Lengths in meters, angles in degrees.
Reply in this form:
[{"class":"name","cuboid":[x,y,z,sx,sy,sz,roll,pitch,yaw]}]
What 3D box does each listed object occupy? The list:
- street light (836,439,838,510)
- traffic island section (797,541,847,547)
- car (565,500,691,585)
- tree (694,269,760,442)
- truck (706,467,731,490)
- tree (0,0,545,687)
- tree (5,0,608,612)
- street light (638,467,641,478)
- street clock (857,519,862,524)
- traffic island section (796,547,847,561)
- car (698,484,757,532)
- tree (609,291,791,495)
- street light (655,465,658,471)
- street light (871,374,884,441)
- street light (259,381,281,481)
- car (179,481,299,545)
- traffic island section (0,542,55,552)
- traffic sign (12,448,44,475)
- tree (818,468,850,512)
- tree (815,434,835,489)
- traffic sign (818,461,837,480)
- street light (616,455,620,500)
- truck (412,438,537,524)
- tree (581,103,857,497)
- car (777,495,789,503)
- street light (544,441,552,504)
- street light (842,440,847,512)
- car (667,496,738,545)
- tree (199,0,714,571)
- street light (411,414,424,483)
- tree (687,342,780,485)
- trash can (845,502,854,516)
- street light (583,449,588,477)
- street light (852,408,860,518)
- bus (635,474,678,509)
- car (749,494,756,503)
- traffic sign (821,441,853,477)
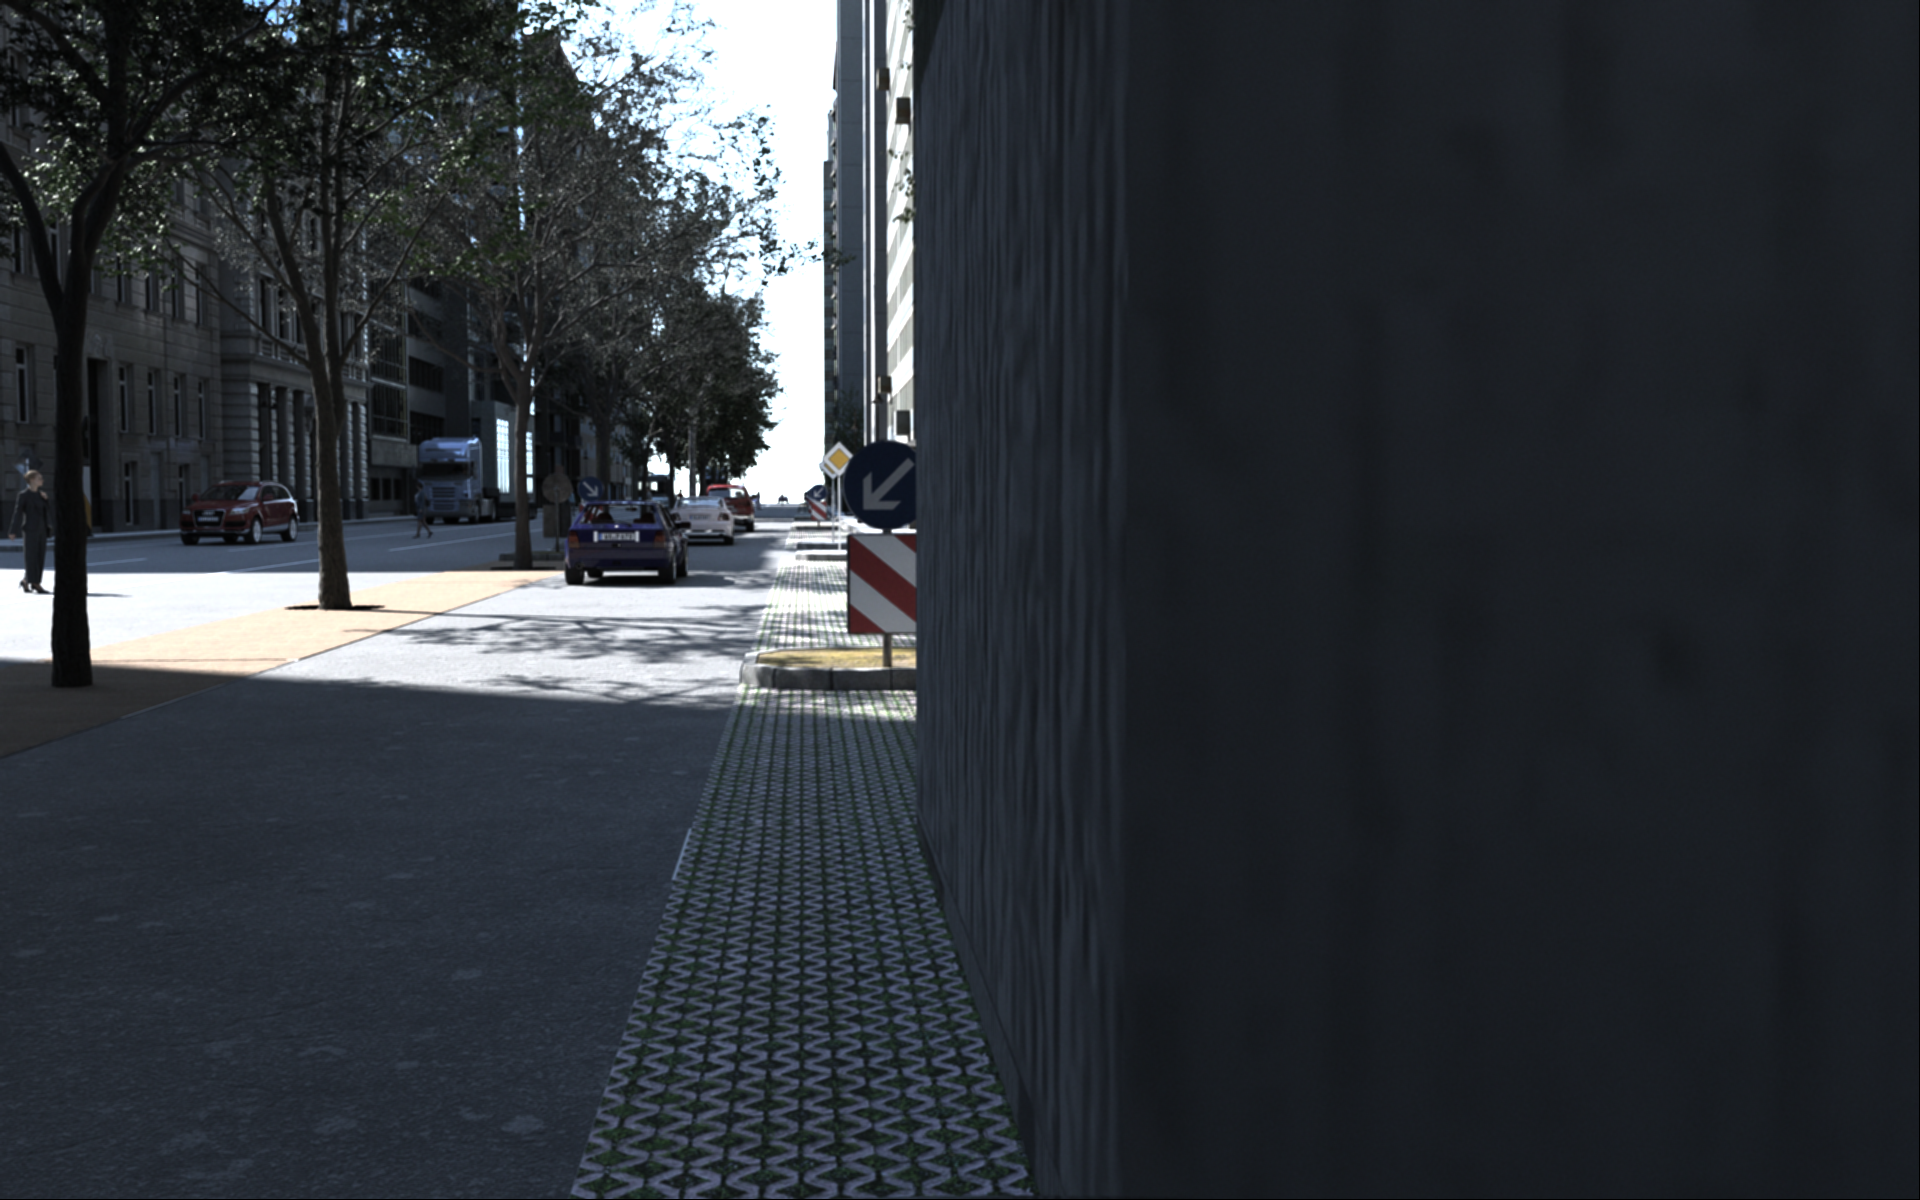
[{"class":"street light","cuboid":[-10.128,-10.389,142.646,0.468,5.910,1.993,0,4,-5]},{"class":"traffic island section","cuboid":[-3.329,-1.456,46.087,2.009,0.180,2.903,0,4,-5]},{"class":"car","cuboid":[-5.493,-0.992,28.805,1.945,1.354,3.894,0,4,-5]},{"class":"tree","cuboid":[-11.206,-7.567,60.591,8.767,10.594,7.601,0,4,-5]},{"class":"truck","cuboid":[-24.345,-11.330,175.004,2.967,4.110,18.799,0,4,-5]},{"class":"tree","cuboid":[-6.594,-4.608,12.207,8.767,10.594,7.601,0,4,-5]},{"class":"tree","cuboid":[-7.865,-5.688,21.218,9.928,11.665,9.643,0,3,0]},{"class":"street light","cuboid":[-42.676,-15.730,229.970,0.468,5.910,1.993,0,4,-5]},{"class":"street clock","cuboid":[-4.371,-4.336,75.457,0.358,2.002,0.471,-2,4,-27]},{"class":"traffic island section","cuboid":[-2.608,-0.970,38.134,2.009,0.180,2.903,0,4,-5]},{"class":"car","cuboid":[-8.949,-3.544,66.620,2.281,1.827,5.304,0,4,-7]},{"class":"tree","cuboid":[-14.009,-10.678,94.047,9.611,12.733,9.660,0,3,0]},{"class":"street light","cuboid":[-45.035,-17.402,257.304,0.468,5.910,1.993,0,4,-5]},{"class":"street light","cuboid":[-3.167,-5.739,66.617,0.468,5.910,1.993,0,4,-5]},{"class":"street light","cuboid":[-28.315,-6.017,71.167,0.468,5.910,1.993,0,4,-5]},{"class":"car","cuboid":[-20.930,-2.555,50.442,2.281,1.827,5.304,0,4,-3]},{"class":"traffic island section","cuboid":[-23.787,-1.343,44.243,2.009,0.180,2.903,0,4,-5]},{"class":"traffic sign","cuboid":[-23.765,-2.568,44.178,0.795,2.593,0.064,0,4,-5]},{"class":"tree","cuboid":[-8.467,-8.576,123.929,4.285,4.588,4.351,0,3,0]},{"class":"tree","cuboid":[-15.342,-15.515,204.040,4.360,8.622,3.978,0,3,0]},{"class":"traffic sign","cuboid":[-3.352,-2.680,46.002,0.795,2.593,0.064,0,4,-5]},{"class":"street light","cuboid":[-40.138,-14.094,203.231,0.468,5.910,1.993,0,4,-5]},{"class":"truck","cuboid":[-24.432,-6.031,88.367,2.967,4.110,18.799,0,4,-4]},{"class":"tree","cuboid":[-11.680,-13.728,82.794,12.611,20.169,13.585,0,3,0]},{"class":"car","cuboid":[-28.388,-16.245,278.182,1.945,1.354,3.894,0,4,-4]},{"class":"street light","cuboid":[-35.133,-10.709,147.882,0.468,5.910,1.993,0,4,-5]},{"class":"street light","cuboid":[-8.057,-9.043,120.647,0.468,5.910,1.993,0,4,-5]},{"class":"car","cuboid":[-7.438,-2.290,49.802,2.083,1.381,4.827,0,4,-7]},{"class":"tree","cuboid":[-8.308,-7.319,32.499,12.009,13.543,11.850,0,3,0]},{"class":"street light","cuboid":[-30.650,-7.654,97.924,0.468,5.910,1.993,0,4,-5]},{"class":"tree","cuboid":[-14.821,-11.265,104.769,7.486,12.596,7.792,0,3,0]},{"class":"trash can","cuboid":[-6.416,-5.455,100.846,0.748,1.137,0.748,0,3,0]},{"class":"street light","cuboid":[-37.691,-12.344,174.619,0.468,5.910,1.993,0,4,-5]},{"class":"street light","cuboid":[-5.631,-7.380,93.453,0.468,5.910,1.993,0,4,-5]},{"class":"bus","cuboid":[-26.237,-9.528,150.644,2.948,3.499,13.247,0,4,-6]},{"class":"car","cuboid":[-32.207,-15.714,266.514,1.945,1.707,3.694,0,4,-6]},{"class":"traffic sign","cuboid":[-2.631,-2.193,38.050,0.795,2.593,0.064,0,4,-5]}]
